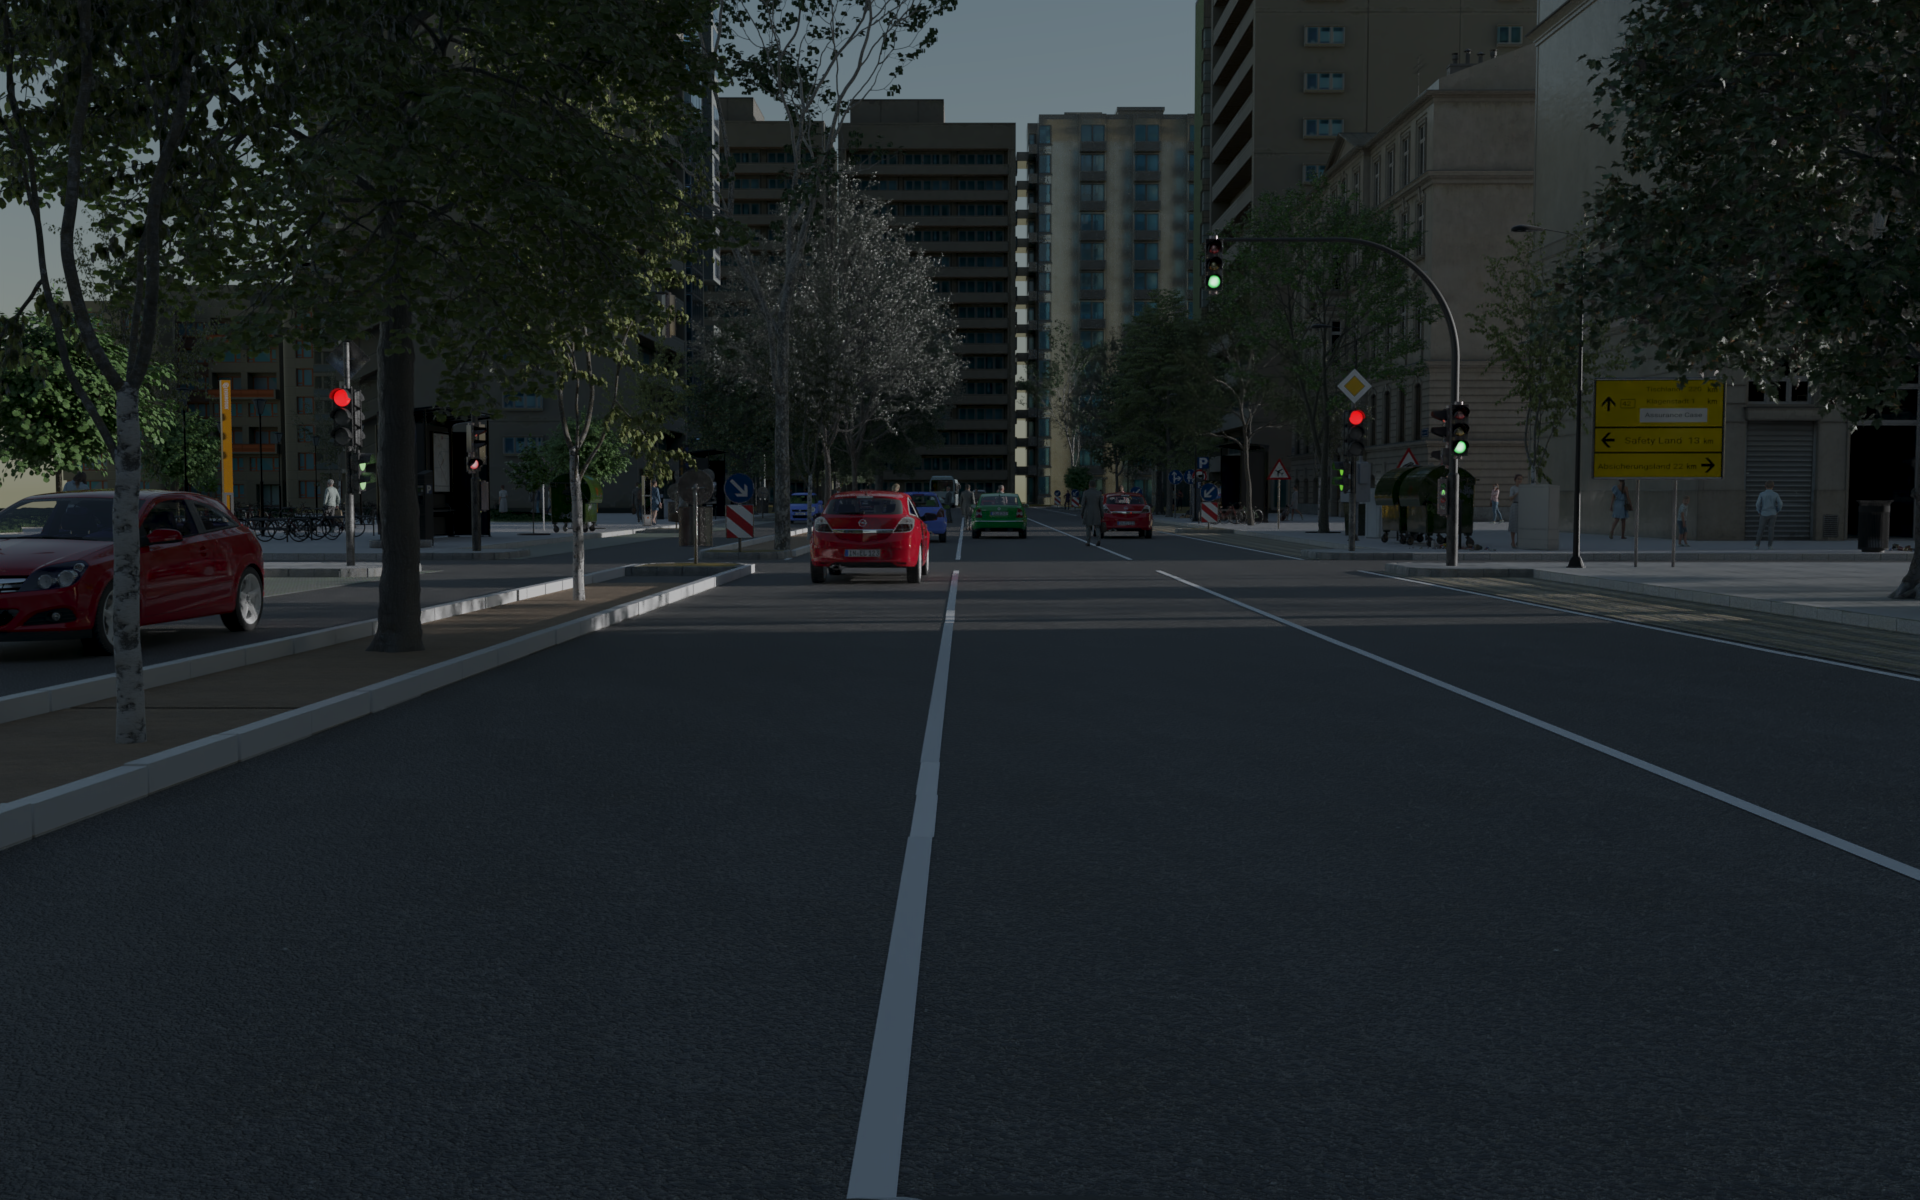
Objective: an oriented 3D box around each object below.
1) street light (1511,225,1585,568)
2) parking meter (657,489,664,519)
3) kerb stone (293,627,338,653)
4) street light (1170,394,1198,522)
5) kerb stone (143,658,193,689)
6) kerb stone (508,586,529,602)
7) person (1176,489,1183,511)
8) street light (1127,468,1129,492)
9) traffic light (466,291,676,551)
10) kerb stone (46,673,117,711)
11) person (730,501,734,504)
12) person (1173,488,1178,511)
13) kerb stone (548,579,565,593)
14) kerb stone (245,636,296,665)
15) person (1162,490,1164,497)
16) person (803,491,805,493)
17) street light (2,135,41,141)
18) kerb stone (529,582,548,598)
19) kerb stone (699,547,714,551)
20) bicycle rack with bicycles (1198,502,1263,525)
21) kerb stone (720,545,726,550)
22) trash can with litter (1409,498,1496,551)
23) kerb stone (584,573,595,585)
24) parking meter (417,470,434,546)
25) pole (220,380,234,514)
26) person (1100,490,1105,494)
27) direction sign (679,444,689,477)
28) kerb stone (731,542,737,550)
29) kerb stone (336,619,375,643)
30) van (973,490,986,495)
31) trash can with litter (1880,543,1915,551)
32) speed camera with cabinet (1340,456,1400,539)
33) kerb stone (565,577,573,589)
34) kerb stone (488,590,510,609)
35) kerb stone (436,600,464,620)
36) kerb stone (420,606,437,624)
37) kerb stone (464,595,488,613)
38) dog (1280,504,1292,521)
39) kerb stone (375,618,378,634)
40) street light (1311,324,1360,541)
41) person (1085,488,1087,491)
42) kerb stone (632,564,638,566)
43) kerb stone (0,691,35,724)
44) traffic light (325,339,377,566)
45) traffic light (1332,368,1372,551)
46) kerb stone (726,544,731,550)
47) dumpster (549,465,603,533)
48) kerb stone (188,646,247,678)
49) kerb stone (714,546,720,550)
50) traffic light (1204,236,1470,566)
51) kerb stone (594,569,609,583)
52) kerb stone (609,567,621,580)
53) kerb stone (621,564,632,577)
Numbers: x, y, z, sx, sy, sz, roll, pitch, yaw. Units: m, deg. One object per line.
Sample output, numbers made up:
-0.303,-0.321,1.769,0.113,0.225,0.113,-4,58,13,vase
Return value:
10.200,-3.517,30.039,1.470,5.913,1.316,0,4,0,street light
-15.145,-4.838,87.517,0.372,1.533,0.369,0,3,0,parking meter
-5.983,0.384,15.925,0.120,0.150,1.000,0,4,0,kerb stone
10.375,-6.586,80.223,1.470,5.913,1.316,0,4,0,street light
-5.999,0.571,12.856,0.120,0.150,1.000,0,4,0,kerb stone
-5.963,-0.055,23.094,0.120,0.150,1.000,0,4,0,kerb stone
16.721,-7.625,132.176,0.593,1.643,0.415,0,4,4,person
10.500,-8.639,113.792,1.470,5.913,1.316,0,4,0,street light
-8.777,-3.930,38.929,4.771,5.953,1.251,0,4,0,traffic light
-5.999,0.634,11.830,0.120,0.150,1.000,0,4,0,kerb stone
-16.110,-7.112,123.114,0.721,1.735,1.217,0,4,7,person
16.235,-7.578,130.731,0.721,1.735,1.217,0,4,-5,person
-5.952,-0.180,25.148,0.120,0.150,1.000,0,4,0,kerb stone
-5.992,0.446,14.900,0.120,0.150,1.000,0,4,0,kerb stone
18.836,-9.539,162.018,0.705,1.823,1.348,2,4,28,person
-14.882,-9.858,167.309,0.705,1.812,1.348,-3,5,-43,person
-12.470,-3.049,22.388,1.470,5.913,1.316,0,4,0,street light
-5.961,-0.116,24.122,0.120,0.150,1.000,0,4,0,kerb stone
-5.892,-1.092,40.056,0.120,0.150,1.000,0,4,0,kerb stone
11.568,-3.705,73.956,2.925,0.926,2.852,-1,4,-14,bicycle rack with bicycles
-5.889,-1.212,42.101,0.120,0.150,1.000,0,4,0,kerb stone
11.539,-1.771,40.020,1.678,1.210,2.233,-1,4,-14,trash can with litter
-5.944,-0.301,27.200,0.120,0.150,1.000,0,4,0,kerb stone
-13.162,-2.255,42.574,0.255,1.863,0.399,1,4,19,parking meter
-13.173,-2.281,31.134,0.158,3.312,0.155,0,3,0,pole
11.388,-8.045,139.054,0.593,1.643,0.415,-1,4,-21,person
-12.664,-5.348,79.443,0.379,3.537,0.876,1,4,19,direction sign
-5.876,-1.344,44.162,0.120,0.150,1.000,0,4,0,kerb stone
-5.986,0.321,16.947,0.120,0.150,1.000,0,4,0,kerb stone
1.902,-10.333,175.958,2.013,2.044,4.112,0,4,-1,van
21.729,-1.723,39.226,1.678,1.210,2.233,-1,4,-9,trash can with litter
11.859,-3.399,49.906,2.038,3.252,0.660,-3,4,-36,speed camera with cabinet
-5.945,-0.243,26.171,0.120,0.150,1.000,0,4,0,kerb stone
-5.957,0.009,22.066,0.120,0.150,1.000,0,4,0,kerb stone
-5.973,0.133,20.016,0.120,0.150,1.000,0,4,0,kerb stone
-5.976,0.198,18.991,0.120,0.150,1.000,0,4,0,kerb stone
-5.971,0.071,21.042,0.120,0.150,1.000,0,4,0,kerb stone
15.474,-4.165,82.484,0.513,0.831,0.800,0,4,-1,dog
-5.981,0.262,17.969,0.120,0.150,1.000,0,4,0,kerb stone
10.279,-4.581,47.443,1.470,5.913,1.316,0,4,0,street light
11.058,-8.947,152.341,0.705,1.821,1.348,1,4,11,person
-5.930,-0.557,31.304,0.120,0.150,1.000,0,4,0,kerb stone
-6.005,0.697,10.799,0.120,0.150,1.000,0,4,0,kerb stone
-10.899,-2.569,30.917,0.839,4.253,0.868,0,4,0,traffic light
8.792,-3.053,38.843,0.839,4.253,0.868,0,4,0,traffic light
-5.886,-1.280,43.126,0.120,0.150,1.000,0,4,0,kerb stone
-12.936,-3.403,58.140,1.502,2.255,1.985,0,4,0,dumpster
-6.000,0.509,13.878,0.120,0.150,1.000,0,4,0,kerb stone
-5.893,-1.155,41.079,0.120,0.150,1.000,0,4,0,kerb stone
6.670,-3.429,30.725,4.771,5.953,1.251,0,4,0,traffic light
-5.930,-0.369,28.227,0.120,0.150,1.000,0,4,0,kerb stone
-5.933,-0.431,29.249,0.120,0.150,1.000,0,4,0,kerb stone
-5.929,-0.494,30.278,0.120,0.150,1.000,0,4,0,kerb stone
